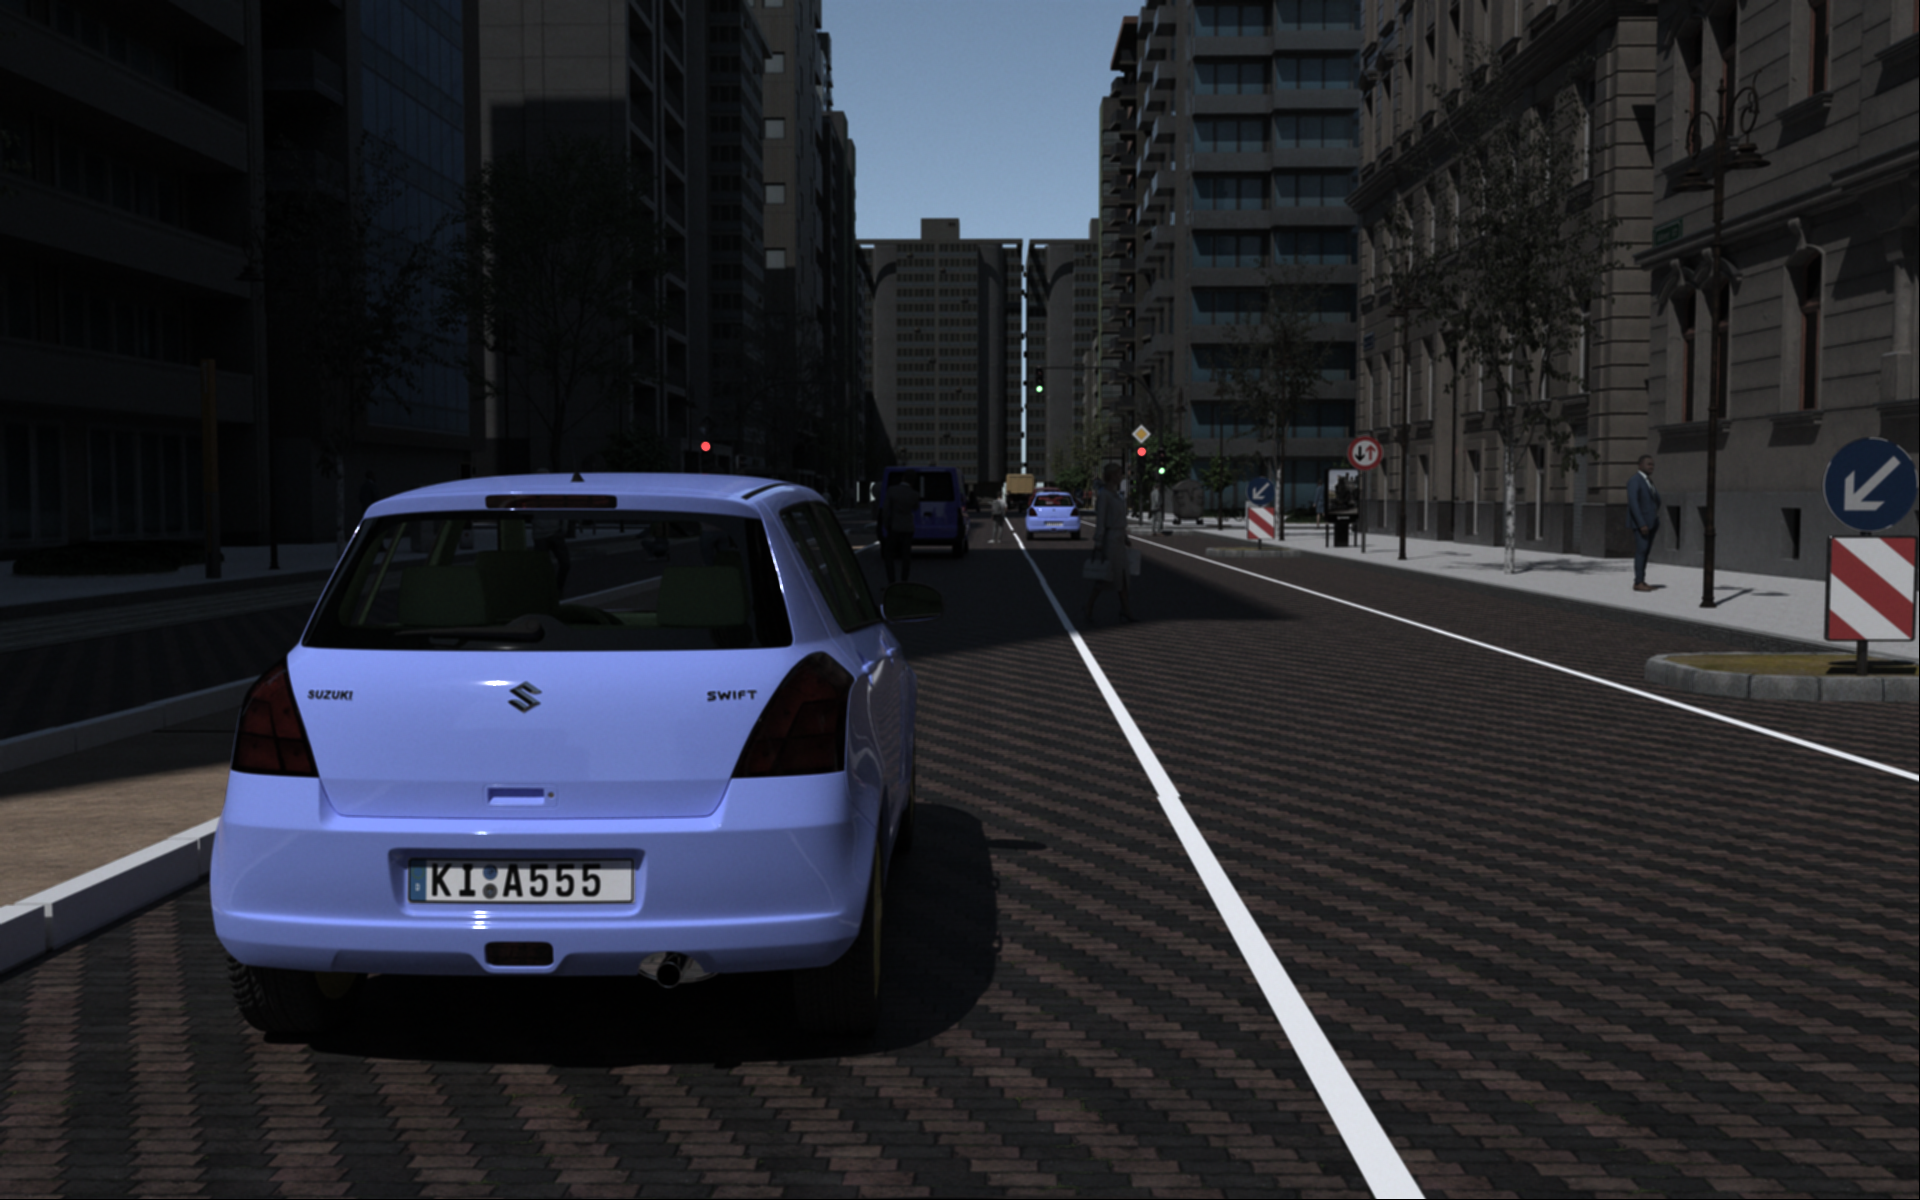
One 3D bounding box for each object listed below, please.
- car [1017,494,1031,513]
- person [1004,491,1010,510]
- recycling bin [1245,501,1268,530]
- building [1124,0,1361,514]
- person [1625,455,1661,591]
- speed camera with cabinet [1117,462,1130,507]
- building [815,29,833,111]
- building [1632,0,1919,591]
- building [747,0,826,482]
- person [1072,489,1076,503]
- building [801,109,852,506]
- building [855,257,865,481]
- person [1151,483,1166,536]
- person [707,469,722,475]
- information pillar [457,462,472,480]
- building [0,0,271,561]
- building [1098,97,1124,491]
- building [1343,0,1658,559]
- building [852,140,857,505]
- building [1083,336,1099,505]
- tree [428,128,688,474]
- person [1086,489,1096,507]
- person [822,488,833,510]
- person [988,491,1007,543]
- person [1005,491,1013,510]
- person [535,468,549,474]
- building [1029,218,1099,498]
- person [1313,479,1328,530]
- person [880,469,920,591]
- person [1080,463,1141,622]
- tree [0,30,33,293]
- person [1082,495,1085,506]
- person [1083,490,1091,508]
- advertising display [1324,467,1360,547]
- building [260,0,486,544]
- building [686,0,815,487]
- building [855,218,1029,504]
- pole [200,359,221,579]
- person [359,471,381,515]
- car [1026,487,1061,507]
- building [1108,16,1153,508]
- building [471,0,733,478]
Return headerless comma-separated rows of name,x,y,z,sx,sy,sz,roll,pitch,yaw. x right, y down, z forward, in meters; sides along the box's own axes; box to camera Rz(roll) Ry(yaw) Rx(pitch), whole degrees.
car,5.356,-7.521,132.752,2.009,1.686,4.222,0,4,2
person,4.342,-9.157,159.023,0.445,1.727,0.742,2,4,35
recycling bin,10.648,-3.035,62.175,0.722,1.027,0.722,1,4,16
building,23.946,-30.559,119.241,23.786,49.044,30.456,0,4,1
person,9.102,-1.032,23.092,0.419,1.800,0.721,2,4,35
speed camera with cabinet,10.118,-6.971,108.306,0.660,3.252,2.038,0,4,-5
building,-30.653,-56.778,240.984,31.000,86.520,22.319,0,4,1
building,18.841,-14.273,20.754,14.401,28.519,23.554,0,4,1
building,-26.987,-34.815,158.464,28.713,52.752,27.495,0,4,1
person,10.806,-9.644,163.862,0.705,1.807,1.348,0,4,-1
building,-19.155,-30.349,179.797,14.154,41.232,14.086,0,4,1
building,-18.777,-26.896,211.455,14.107,30.474,14.160,0,4,1
person,6.737,-3.105,59.363,0.391,1.810,0.635,-2,4,-24
person,-3.104,-0.820,22.493,0.593,1.750,0.643,-3,5,-44
information pillar,-11.501,-2.189,40.278,0.304,2.012,0.304,-1,4,-23
building,-27.940,-24.934,31.373,21.300,48.544,21.600,0,4,1
building,21.452,-30.453,181.494,14.154,41.232,14.086,0,4,1
building,18.678,-15.189,45.602,12.463,27.353,25.104,0,4,1
building,-19.172,-31.209,193.859,14.154,41.232,14.086,0,4,1
building,29.023,-21.920,203.426,27.650,21.520,28.899,0,4,1
tree,-11.517,-7.568,49.496,9.928,11.665,9.643,0,3,0
person,12.470,-9.765,165.634,1.348,1.831,0.705,1,4,23
person,-7.769,-5.647,101.312,0.782,1.767,0.515,-3,4,-37
person,1.110,-2.435,50.916,0.503,1.515,0.523,-2,4,-33
person,4.296,-8.824,153.491,0.721,1.735,1.217,3,4,38
person,-5.452,-0.822,22.433,0.782,1.767,0.515,-2,4,-29
building,21.178,-33.938,246.774,23.993,40.220,32.217,0,4,1
person,13.052,-3.457,62.581,0.581,1.822,0.654,-1,4,-18
person,-0.890,-1.037,25.644,0.592,1.802,0.473,0,3,0
person,1.693,-0.651,19.498,0.624,1.780,0.694,3,5,39
tree,-12.761,-4.257,19.972,4.737,8.622,4.395,0,3,0
person,13.521,-11.216,189.059,1.348,1.869,0.705,-3,4,-36
person,11.310,-9.144,156.266,1.217,1.743,0.721,-3,4,-36
advertising display,9.207,-2.236,41.767,0.974,1.923,0.123,-2,4,-26
building,-23.114,-24.465,50.106,14.200,45.320,14.600,0,4,1
building,-27.111,-26.436,124.109,32.217,40.220,23.993,0,4,1
building,-2.878,-33.944,246.871,23.993,40.220,32.217,0,4,1
pole,-11.361,-1.982,26.256,0.158,3.312,0.155,0,3,0
person,-12.989,-1.964,38.330,0.721,1.800,0.419,2,4,27
car,4.838,-5.390,96.807,2.281,1.827,5.304,0,4,1
building,25.124,-30.854,159.083,22.147,44.769,28.867,0,4,1
building,-22.078,-39.457,83.379,20.563,71.187,20.611,0,4,1
